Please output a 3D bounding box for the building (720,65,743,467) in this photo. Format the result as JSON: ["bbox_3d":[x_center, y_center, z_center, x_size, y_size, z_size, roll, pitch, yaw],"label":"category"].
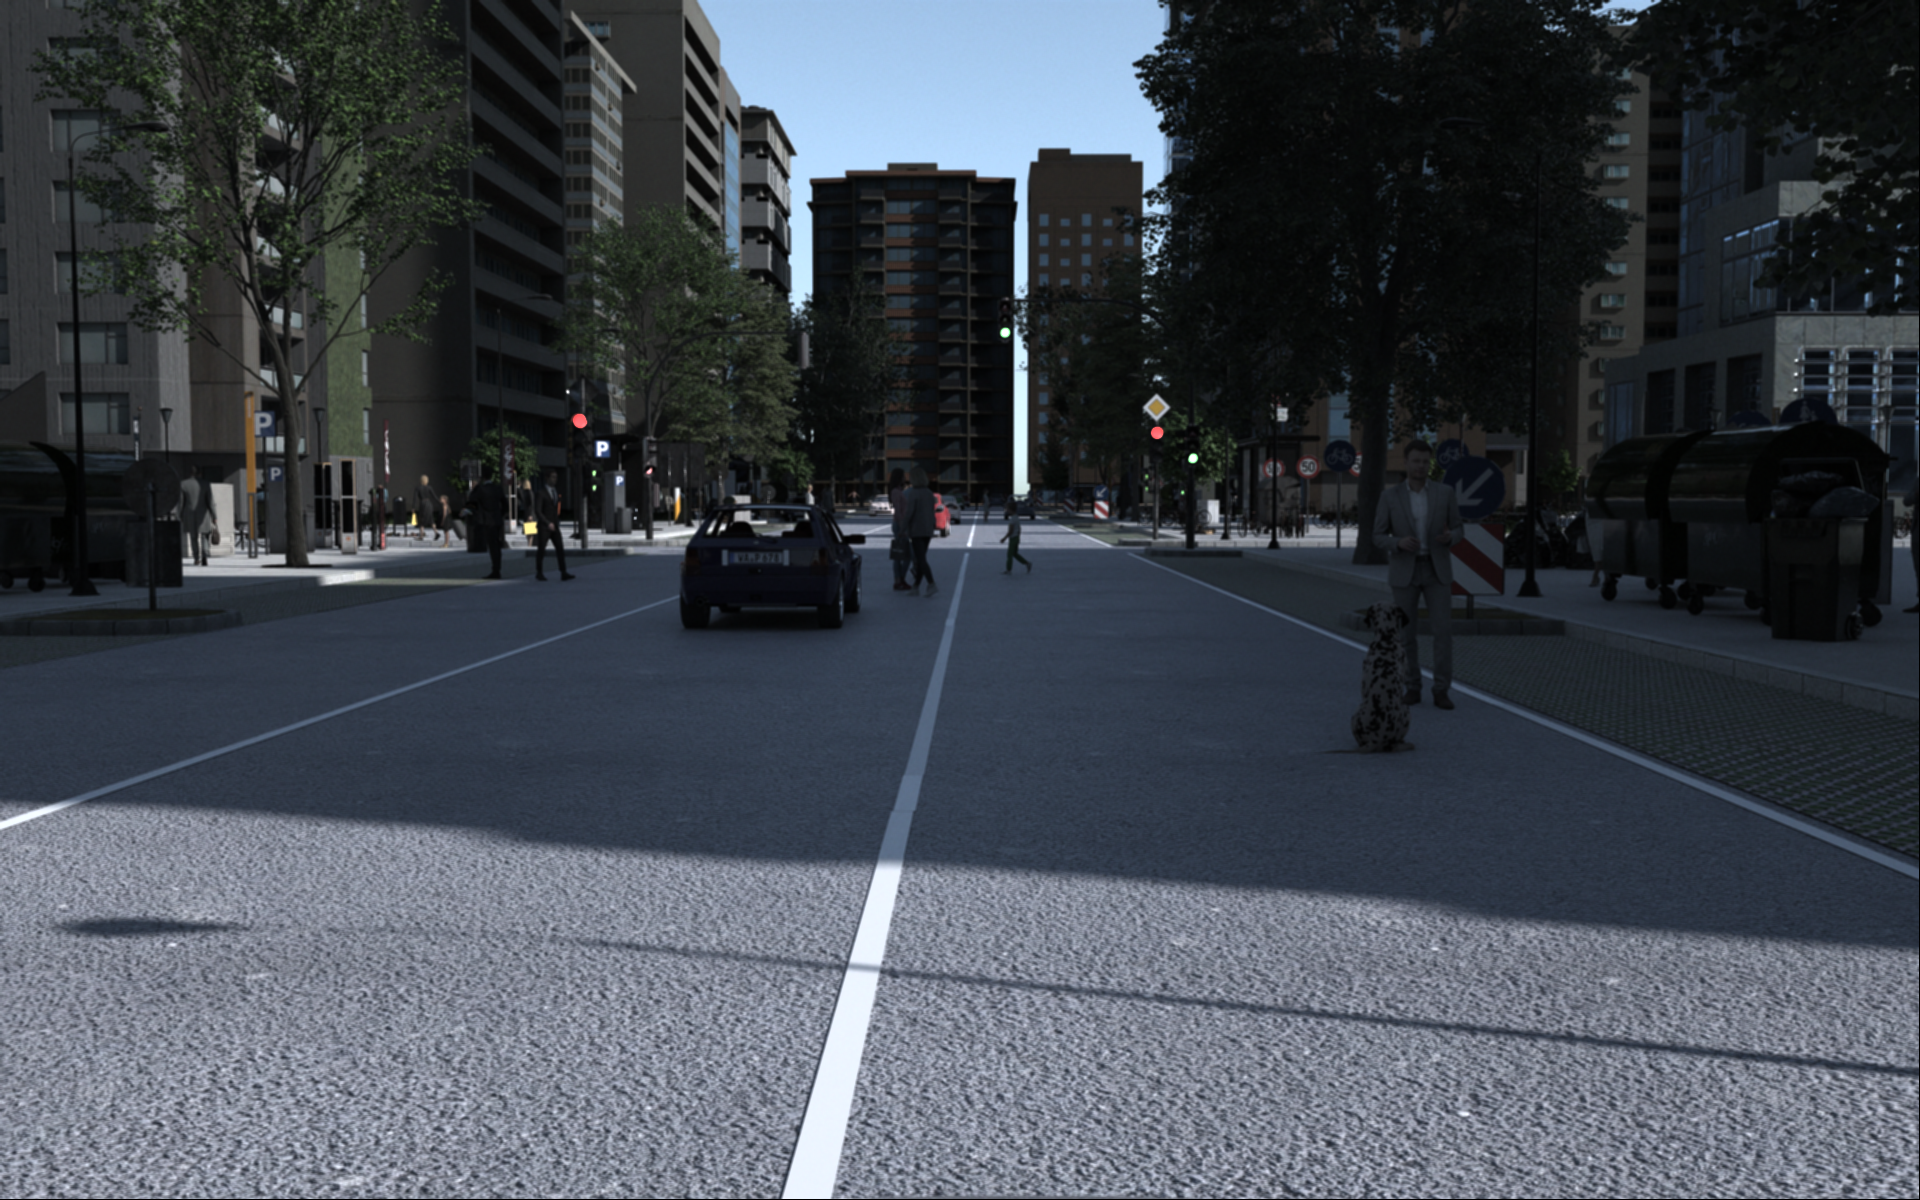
[{"bbox_3d":[-30.486,-32.305,178.295,14.200,45.320,14.600,0,4,1],"label":"building"}]

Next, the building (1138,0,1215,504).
[{"bbox_3d":[39.106,-56.104,229.979,31.000,86.520,22.319,0,4,1],"label":"building"}]

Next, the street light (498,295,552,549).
[{"bbox_3d":[-10.195,-4.155,40.481,1.470,5.913,1.316,0,4,1],"label":"street light"}]

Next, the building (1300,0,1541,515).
[{"bbox_3d":[27.685,-28.152,110.390,14.600,45.320,14.200,0,4,1],"label":"building"}]

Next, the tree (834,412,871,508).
[{"bbox_3d":[-10.280,-12.561,155.733,4.737,8.622,4.395,0,3,0],"label":"tree"}]

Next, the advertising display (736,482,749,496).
[{"bbox_3d":[-11.405,-5.241,90.901,0.123,1.923,0.974,-3,5,-42],"label":"advertising display"}]

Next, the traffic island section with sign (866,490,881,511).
[{"bbox_3d":[-7.128,-8.678,150.515,1.989,1.847,2.006,0,4,1],"label":"traffic island section with sign"}]

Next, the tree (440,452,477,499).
[{"bbox_3d":[-22.796,-5.208,79.758,1.663,3.219,1.824,0,3,0],"label":"tree"}]

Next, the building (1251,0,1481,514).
[{"bbox_3d":[30.984,-29.704,135.775,14.600,45.320,14.200,0,4,1],"label":"building"}]

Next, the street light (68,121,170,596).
[{"bbox_3d":[-10.547,-3.009,21.737,1.470,5.913,1.316,0,4,1],"label":"street light"}]

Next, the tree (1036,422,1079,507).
[{"bbox_3d":[9.818,-13.663,173.747,4.360,8.622,3.978,0,3,0],"label":"tree"}]

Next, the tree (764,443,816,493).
[{"bbox_3d":[-10.959,-7.799,111.227,4.285,4.588,4.351,0,3,0],"label":"tree"}]

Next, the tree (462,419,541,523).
[{"bbox_3d":[-20.191,-5.656,76.193,4.285,4.588,4.351,0,3,0],"label":"tree"}]

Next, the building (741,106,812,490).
[{"bbox_3d":[-35.055,-39.516,235.317,27.495,52.752,28.713,0,4,1],"label":"building"}]

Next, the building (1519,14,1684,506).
[{"bbox_3d":[69.169,-33.613,173.276,21.600,48.544,21.300,0,4,1],"label":"building"}]

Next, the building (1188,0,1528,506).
[{"bbox_3d":[38.102,-35.570,170.810,28.713,52.752,27.495,0,4,1],"label":"building"}]

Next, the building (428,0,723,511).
[{"bbox_3d":[-33.962,-32.687,158.126,21.300,48.544,21.600,0,4,1],"label":"building"}]

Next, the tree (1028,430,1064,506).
[{"bbox_3d":[9.759,-14.703,190.758,4.737,8.622,4.395,0,3,0],"label":"tree"}]

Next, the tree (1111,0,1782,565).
[{"bbox_3d":[7.641,-7.625,31.318,9.857,13.997,8.962,0,3,0],"label":"tree"}]

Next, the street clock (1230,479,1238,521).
[{"bbox_3d":[12.846,-4.692,81.279,0.358,2.002,0.471,2,4,33],"label":"street clock"}]

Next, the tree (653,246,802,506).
[{"bbox_3d":[-10.757,-9.896,79.923,7.486,12.596,7.792,0,3,0],"label":"tree"}]

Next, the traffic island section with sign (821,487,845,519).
[{"bbox_3d":[-7.754,-5.680,101.499,1.989,1.847,2.006,0,4,1],"label":"traffic island section with sign"}]

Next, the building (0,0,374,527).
[{"bbox_3d":[-32.947,-23.537,68.428,14.154,41.232,14.086,0,4,1],"label":"building"}]

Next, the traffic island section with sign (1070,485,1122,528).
[{"bbox_3d":[5.814,-3.950,73.210,1.989,1.847,2.006,0,4,1],"label":"traffic island section with sign"}]

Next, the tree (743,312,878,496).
[{"bbox_3d":[-10.486,-13.200,122.467,9.857,13.997,8.962,0,3,0],"label":"tree"}]

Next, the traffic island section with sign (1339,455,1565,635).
[{"bbox_3d":[5.127,-0.598,18.403,1.989,1.847,2.006,0,4,1],"label":"traffic island section with sign"}]

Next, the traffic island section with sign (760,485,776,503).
[{"bbox_3d":[-8.112,-3.957,73.320,1.989,1.847,2.006,0,4,1],"label":"traffic island section with sign"}]

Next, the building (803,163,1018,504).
[{"bbox_3d":[-6.917,-35.310,231.934,28.867,44.769,22.147,0,4,1],"label":"building"}]

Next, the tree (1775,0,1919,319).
[{"bbox_3d":[8.189,-6.330,10.150,9.857,13.997,8.962,0,3,0],"label":"tree"}]

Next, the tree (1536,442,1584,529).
[{"bbox_3d":[22.514,-4.285,64.664,1.663,3.219,1.824,0,3,0],"label":"tree"}]

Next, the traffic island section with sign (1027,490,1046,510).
[{"bbox_3d":[6.787,-8.731,151.377,1.989,1.847,2.006,0,4,1],"label":"traffic island section with sign"}]

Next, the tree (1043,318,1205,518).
[{"bbox_3d":[8.544,-9.539,90.377,8.767,10.594,7.601,0,3,0],"label":"tree"}]

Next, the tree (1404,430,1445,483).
[{"bbox_3d":[13.584,-3.441,50.869,1.663,3.219,1.824,0,3,0],"label":"tree"}]

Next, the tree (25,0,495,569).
[{"bbox_3d":[-11.745,-6.377,30.014,9.928,11.665,9.643,0,3,0],"label":"tree"}]

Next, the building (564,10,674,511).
[{"bbox_3d":[-39.802,-27.145,135.698,32.217,40.220,23.993,0,4,1],"label":"building"}]

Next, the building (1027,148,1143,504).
[{"bbox_3d":[16.137,-35.308,227.398,14.200,45.320,14.600,0,4,1],"label":"building"}]

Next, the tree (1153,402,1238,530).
[{"bbox_3d":[8.291,-4.772,61.730,4.285,4.588,4.351,0,3,0],"label":"tree"}]

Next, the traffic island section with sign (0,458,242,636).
[{"bbox_3d":[-8.797,-0.593,18.319,1.989,1.847,2.006,0,4,1],"label":"traffic island section with sign"}]

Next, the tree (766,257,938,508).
[{"bbox_3d":[-9.986,-17.348,139.522,12.611,20.169,13.585,0,3,0],"label":"tree"}]

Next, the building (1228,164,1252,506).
[{"bbox_3d":[30.234,-23.160,150.366,14.160,30.474,14.107,0,4,1],"label":"building"}]

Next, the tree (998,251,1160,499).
[{"bbox_3d":[9.611,-17.111,135.649,12.611,20.169,13.585,0,3,0],"label":"tree"}]

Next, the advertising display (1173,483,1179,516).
[{"bbox_3d":[12.556,-5.692,98.286,0.974,1.923,0.123,0,4,7],"label":"advertising display"}]

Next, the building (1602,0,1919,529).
[{"bbox_3d":[45.127,-46.404,71.380,31.000,86.520,22.319,0,4,1],"label":"building"}]

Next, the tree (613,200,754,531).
[{"bbox_3d":[-11.005,-8.275,61.054,9.928,11.665,9.643,0,3,0],"label":"tree"}]

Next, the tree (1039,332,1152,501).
[{"bbox_3d":[9.183,-11.366,111.585,9.928,11.665,9.643,0,3,0],"label":"tree"}]

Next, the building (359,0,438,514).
[{"bbox_3d":[-35.642,-29.053,98.722,21.300,48.544,21.600,0,4,1],"label":"building"}]

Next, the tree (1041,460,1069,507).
[{"bbox_3d":[9.433,-11.277,168.096,4.285,4.588,4.351,0,3,0],"label":"tree"}]

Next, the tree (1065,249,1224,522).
[{"bbox_3d":[8.625,-9.951,80.828,7.486,12.596,7.792,0,3,0],"label":"tree"}]

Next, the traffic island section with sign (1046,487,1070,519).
[{"bbox_3d":[6.153,-5.599,100.163,1.989,1.847,2.006,0,4,1],"label":"traffic island section with sign"}]
